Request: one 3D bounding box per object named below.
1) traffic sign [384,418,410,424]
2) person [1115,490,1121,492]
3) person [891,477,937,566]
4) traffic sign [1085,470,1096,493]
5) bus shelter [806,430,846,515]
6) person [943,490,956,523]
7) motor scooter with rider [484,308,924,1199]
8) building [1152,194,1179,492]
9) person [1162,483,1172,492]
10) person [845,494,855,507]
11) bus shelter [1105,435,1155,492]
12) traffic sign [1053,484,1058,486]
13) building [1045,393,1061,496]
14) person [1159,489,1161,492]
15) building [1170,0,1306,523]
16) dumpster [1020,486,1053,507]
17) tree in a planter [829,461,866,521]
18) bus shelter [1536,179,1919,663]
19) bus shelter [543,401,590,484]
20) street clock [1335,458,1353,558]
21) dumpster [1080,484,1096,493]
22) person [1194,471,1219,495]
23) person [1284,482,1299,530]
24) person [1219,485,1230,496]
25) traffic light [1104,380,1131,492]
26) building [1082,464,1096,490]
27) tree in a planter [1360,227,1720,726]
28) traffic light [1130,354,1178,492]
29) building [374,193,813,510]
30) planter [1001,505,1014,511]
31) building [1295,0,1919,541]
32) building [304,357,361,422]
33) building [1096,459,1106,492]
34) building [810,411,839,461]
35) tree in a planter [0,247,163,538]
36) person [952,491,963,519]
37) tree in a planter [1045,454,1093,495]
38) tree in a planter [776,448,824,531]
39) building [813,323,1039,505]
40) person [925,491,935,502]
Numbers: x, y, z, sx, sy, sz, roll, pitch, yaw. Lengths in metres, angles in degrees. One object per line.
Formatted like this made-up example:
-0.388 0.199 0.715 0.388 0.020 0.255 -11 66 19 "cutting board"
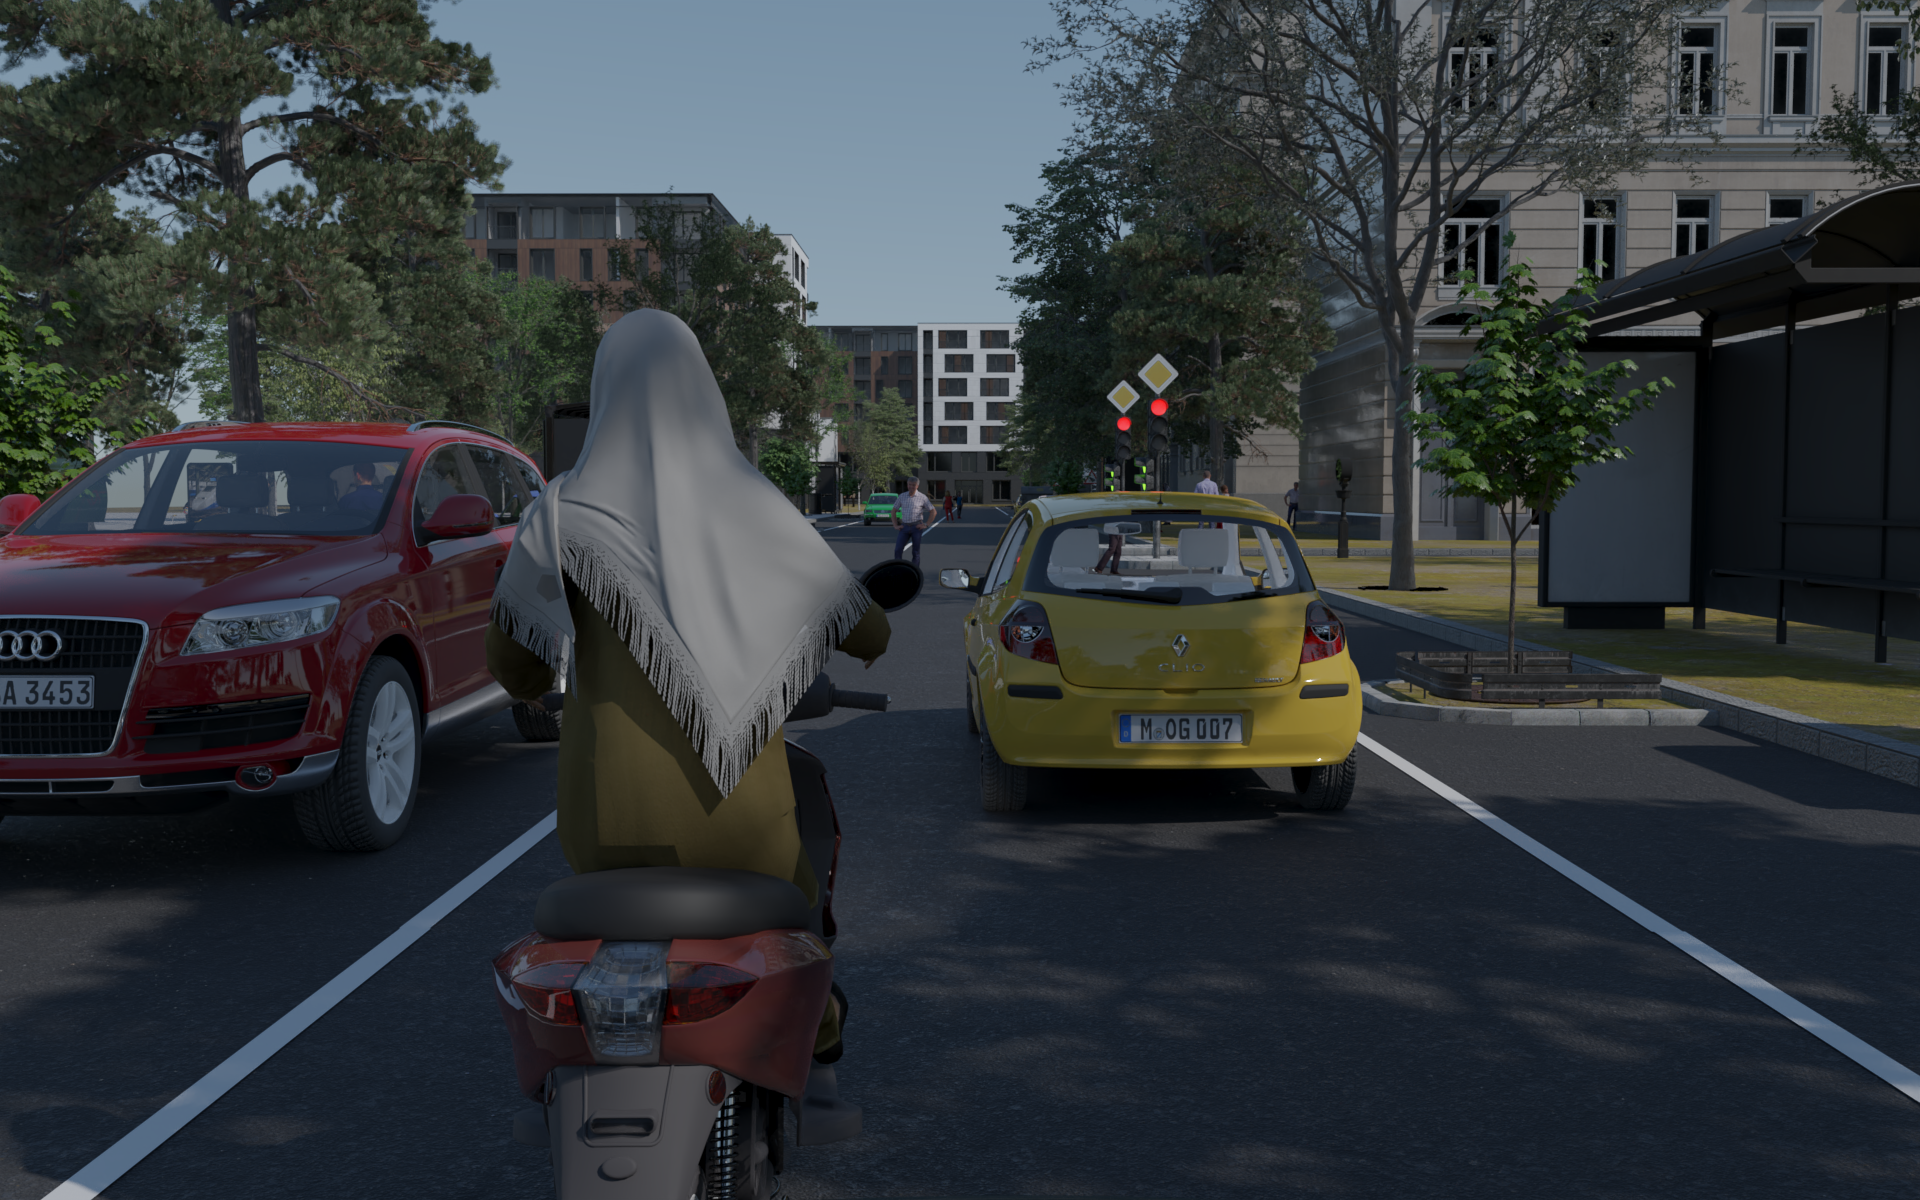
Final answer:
-9.512 -1.781 29.221 0.768 2.556 0.104 0 4 2 "traffic sign"
2.728 -1.159 30.147 0.600 1.496 0.574 3 5 41 "person"
-0.789 -1.118 27.720 0.756 1.711 0.436 2 4 24 "person"
7.023 -5.648 92.352 0.884 2.594 0.081 0 4 5 "traffic sign"
-8.774 -8.218 111.996 2.179 5.291 8.768 0 4 0 "bus shelter"
-0.550 -4.652 86.263 0.593 1.614 0.444 1 4 19 "person"
-0.442 0.358 3.108 0.876 1.779 1.986 0 4 -1 "motor scooter with rider"
16.819 -15.839 108.123 9.793 20.994 18.267 0 4 0 "building"
8.515 -3.970 71.626 0.621 1.740 0.551 -2 4 -28 "person"
-10.431 -9.958 168.861 0.705 1.823 1.348 1 4 15 "person"
6.440 -4.543 65.557 1.731 3.624 6.357 0 4 1 "bus shelter"
6.493 -6.888 112.627 0.884 2.594 0.081 1 4 9 "traffic sign"
25.552 -23.001 220.042 32.646 21.610 27.936 0 4 0 "building"
6.582 -3.035 58.201 0.613 1.512 0.480 2 4 29 "person"
18.428 -18.316 86.853 14.401 28.519 23.554 0 4 0 "building"
4.246 -5.348 95.660 1.865 1.857 1.264 0 4 1 "dumpster"
-6.071 -5.919 93.995 1.991 3.239 1.994 0 4 0 "tree in a planter"
6.283 -1.223 13.913 2.014 3.302 5.546 0 4 1 "bus shelter"
-9.452 -3.342 45.923 1.731 3.624 6.357 0 4 1 "bus shelter"
7.680 -1.842 34.687 0.358 2.002 0.471 0 4 -3 "street clock"
7.567 -6.208 107.267 1.264 1.857 1.865 0 4 0 "dumpster"
5.954 -2.189 41.704 0.709 1.838 0.599 1 4 13 "person"
11.775 -3.299 60.924 0.756 1.711 0.436 1 4 9 "person"
7.074 -2.328 46.570 0.387 1.526 0.523 -2 4 -33 "person"
3.955 -3.244 42.291 0.839 4.213 0.868 0 4 0 "traffic light"
16.962 -14.243 175.017 9.099 9.664 28.070 0 4 0 "building"
3.729 -0.881 11.624 1.991 3.239 1.994 0 4 0 "tree in a planter"
3.886 -2.756 34.306 0.839 4.213 0.868 0 4 0 "traffic light"
-27.142 -17.748 134.162 27.936 21.610 32.646 0 4 0 "building"
5.110 -9.253 172.420 1.991 0.319 1.994 0 4 0 "planter"
21.331 -16.328 52.863 20.117 28.700 13.634 0 4 0 "building"
-73.600 -21.926 214.910 11.380 20.091 16.016 0 4 0 "building"
20.883 -17.035 144.978 16.747 18.905 31.486 0 4 0 "building"
-27.325 -14.858 185.078 28.070 9.664 9.099 0 4 0 "building"
-6.777 -0.917 12.220 1.991 3.239 1.994 0 4 0 "tree in a planter"
-0.103 -5.571 101.459 0.647 1.594 0.662 -1 4 -22 "person"
4.212 -4.267 66.987 1.991 3.239 1.994 0 4 0 "tree in a planter"
-6.312 -4.271 67.052 1.991 3.239 1.994 0 4 0 "tree in a planter"
-7.092 -23.023 220.408 32.646 21.610 27.936 0 4 0 "building"
-2.924 -9.304 161.332 1.217 1.735 0.721 0 4 7 "person"
